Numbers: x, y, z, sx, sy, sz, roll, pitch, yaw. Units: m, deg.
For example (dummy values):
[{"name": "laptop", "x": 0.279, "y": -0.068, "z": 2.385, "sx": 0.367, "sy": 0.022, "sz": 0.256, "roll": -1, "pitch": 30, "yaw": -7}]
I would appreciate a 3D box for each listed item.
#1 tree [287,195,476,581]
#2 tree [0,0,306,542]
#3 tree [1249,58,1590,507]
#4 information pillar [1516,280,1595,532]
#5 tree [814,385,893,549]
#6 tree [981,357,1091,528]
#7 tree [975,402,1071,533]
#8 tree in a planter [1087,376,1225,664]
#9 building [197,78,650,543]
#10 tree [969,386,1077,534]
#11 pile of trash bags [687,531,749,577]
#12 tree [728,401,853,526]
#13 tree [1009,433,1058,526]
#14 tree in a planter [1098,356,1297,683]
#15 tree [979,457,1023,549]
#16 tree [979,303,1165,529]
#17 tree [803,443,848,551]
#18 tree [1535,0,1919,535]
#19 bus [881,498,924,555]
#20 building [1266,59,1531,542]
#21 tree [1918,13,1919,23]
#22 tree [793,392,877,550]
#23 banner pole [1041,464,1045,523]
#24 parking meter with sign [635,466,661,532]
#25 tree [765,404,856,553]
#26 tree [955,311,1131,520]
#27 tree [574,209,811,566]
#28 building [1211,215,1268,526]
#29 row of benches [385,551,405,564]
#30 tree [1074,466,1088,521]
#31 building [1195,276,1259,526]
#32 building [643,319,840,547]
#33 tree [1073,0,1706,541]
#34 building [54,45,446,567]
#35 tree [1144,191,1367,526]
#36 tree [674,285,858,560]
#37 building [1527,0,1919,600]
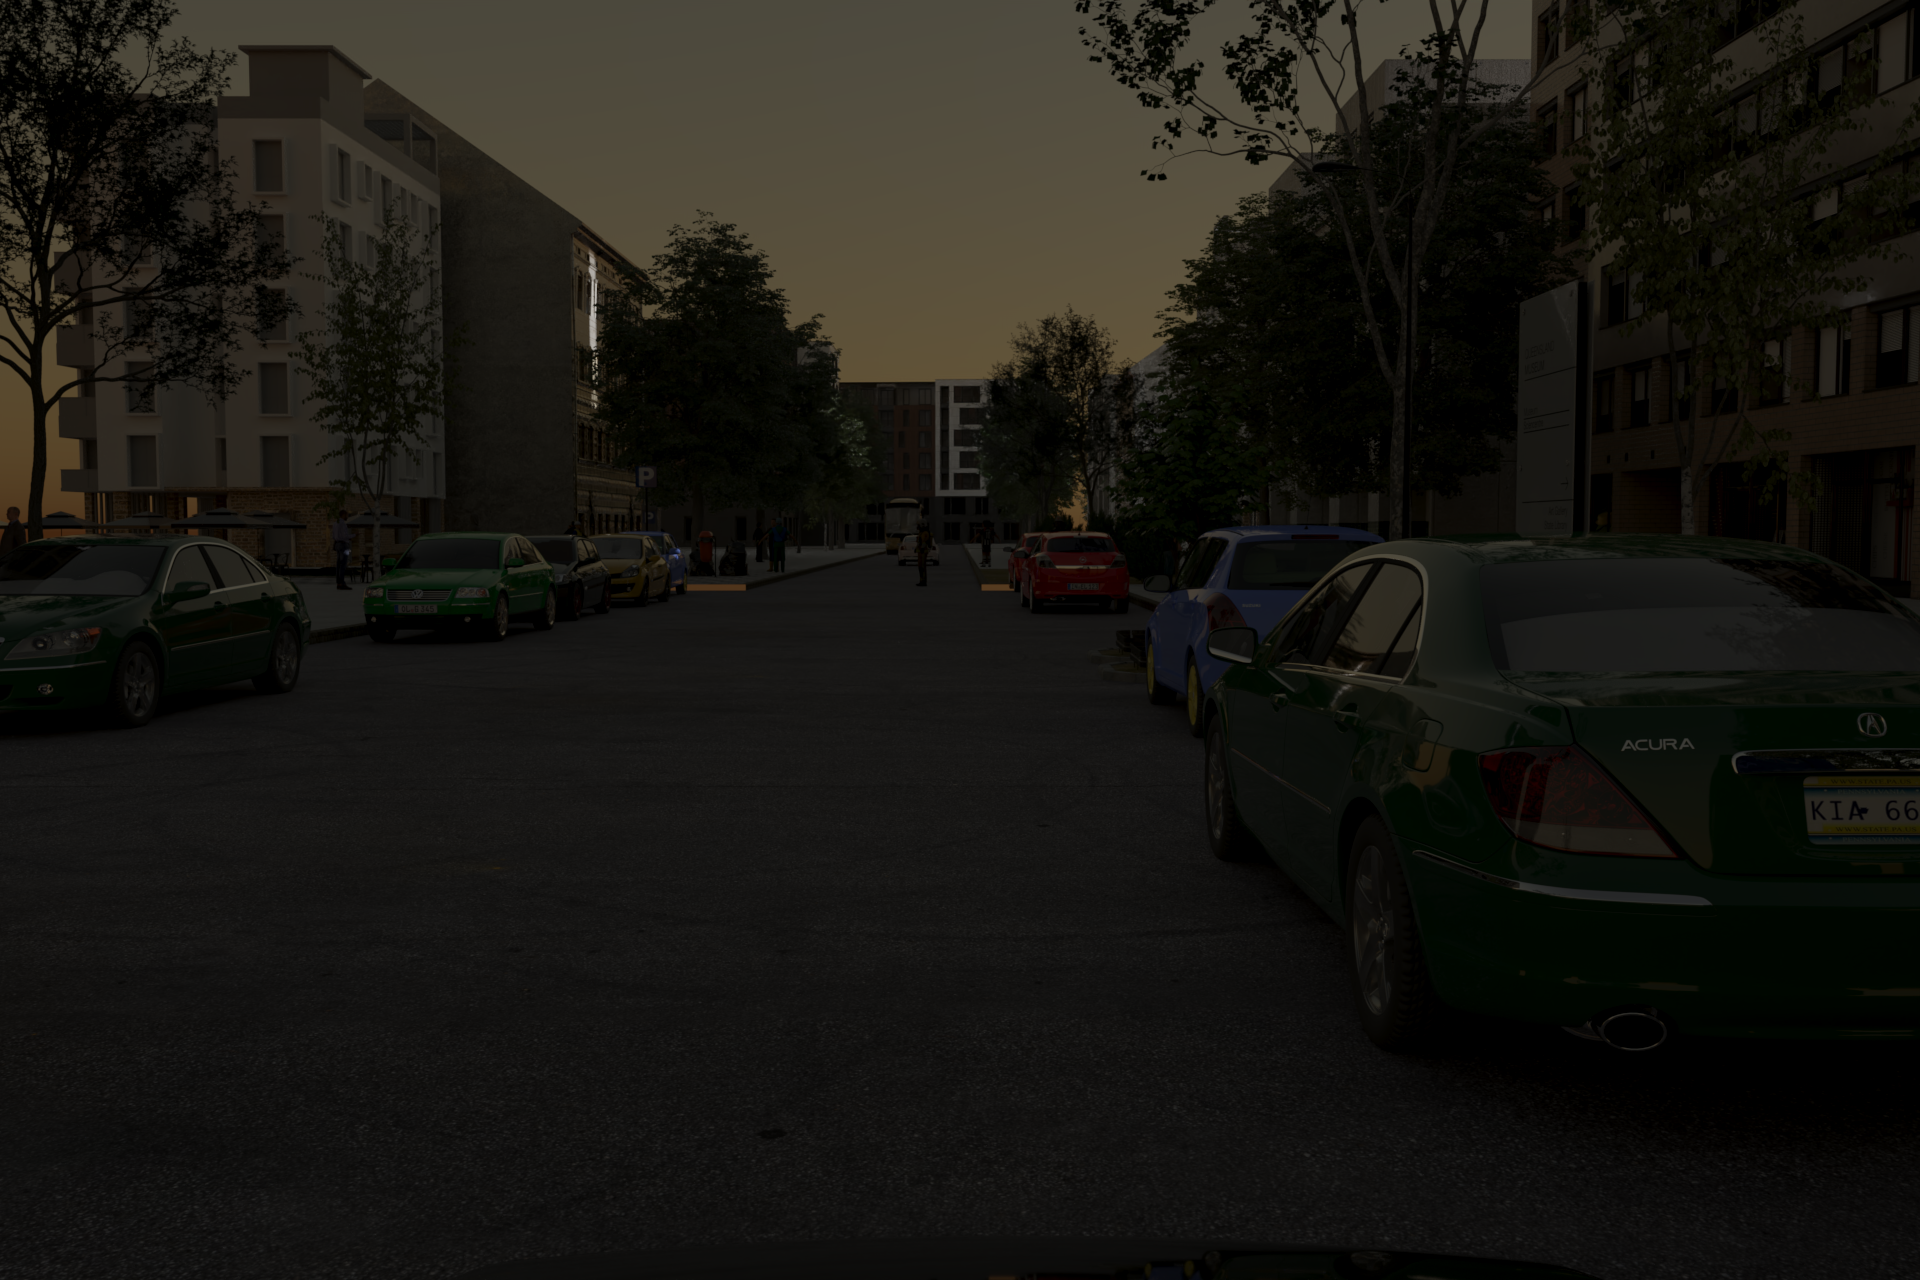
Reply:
[{"name": "tree", "x": -12.945, "y": -5.388, "z": 38.458, "sx": 4.737, "sy": 8.622, "sz": 4.395, "roll": 0, "pitch": 3, "yaw": 0}, {"name": "tree", "x": -13.198, "y": -5.544, "z": 25.050, "sx": 7.601, "sy": 10.594, "sz": 8.767, "roll": -2, "pitch": 4, "yaw": -28}, {"name": "tree", "x": 12.326, "y": -8.659, "z": 48.237, "sx": 9.857, "sy": 13.997, "sz": 8.962, "roll": 0, "pitch": 3, "yaw": 0}, {"name": "information pillar", "x": 5.771, "y": -1.564, "z": 16.889, "sx": 0.184, "sy": 3.620, "sz": 1.656, "roll": 0, "pitch": 3, "yaw": 0}, {"name": "tree", "x": -10.271, "y": -14.881, "z": 149.960, "sx": 9.857, "sy": 13.997, "sz": 8.962, "roll": 0, "pitch": 3, "yaw": 0}, {"name": "tree", "x": 4.963, "y": -11.787, "z": 110.840, "sx": 7.486, "sy": 12.596, "sz": 7.792, "roll": 0, "pitch": 3, "yaw": 0}, {"name": "tree", "x": 4.892, "y": -12.401, "z": 128.517, "sx": 9.928, "sy": 11.665, "sz": 9.643, "roll": 0, "pitch": 3, "yaw": 0}, {"name": "tree in a planter", "x": 2.460, "y": -1.369, "z": 19.601, "sx": 1.991, "sy": 3.239, "sz": 1.994, "roll": 0, "pitch": 4, "yaw": 1}, {"name": "building", "x": -27.982, "y": -16.036, "z": 93.110, "sx": 19.493, "sy": 23.208, "sz": 18.063, "roll": 0, "pitch": 4, "yaw": 0}, {"name": "tree", "x": 5.346, "y": -14.173, "z": 138.378, "sx": 9.857, "sy": 13.997, "sz": 8.962, "roll": 0, "pitch": 3, "yaw": 0}, {"name": "pile of trash bags", "x": -7.467, "y": -2.628, "z": 52.724, "sx": 1.912, "sy": 1.369, "sz": 3.447, "roll": 0, "pitch": 4, "yaw": 1}, {"name": "tree", "x": -10.114, "y": -10.060, "z": 98.899, "sx": 8.767, "sy": 10.594, "sz": 7.601, "roll": 0, "pitch": 4, "yaw": 6}, {"name": "tree", "x": 5.173, "y": -10.296, "z": 118.705, "sx": 4.737, "sy": 8.622, "sz": 4.395, "roll": 0, "pitch": 3, "yaw": 0}, {"name": "tree in a planter", "x": 2.409, "y": -1.234, "z": 17.398, "sx": 1.991, "sy": 3.239, "sz": 1.994, "roll": 0, "pitch": 4, "yaw": 1}, {"name": "tree", "x": 5.441, "y": -13.688, "z": 149.561, "sx": 9.928, "sy": 11.665, "sz": 9.643, "roll": 0, "pitch": 3, "yaw": 0}, {"name": "tree", "x": 5.263, "y": -8.280, "z": 69.787, "sx": 8.767, "sy": 10.594, "sz": 7.601, "roll": -3, "pitch": 5, "yaw": -42}, {"name": "tree", "x": -10.088, "y": -10.917, "z": 128.861, "sx": 4.737, "sy": 8.622, "sz": 4.395, "roll": 0, "pitch": 3, "yaw": 0}, {"name": "tree", "x": 8.562, "y": -4.243, "z": 19.736, "sx": 4.737, "sy": 8.622, "sz": 4.395, "roll": 0, "pitch": 3, "yaw": 0}, {"name": "bus", "x": -3.912, "y": -8.057, "z": 123.280, "sx": 2.896, "sy": 3.916, "sz": 12.252, "roll": 0, "pitch": 4, "yaw": 0}, {"name": "building", "x": 24.155, "y": -12.652, "z": 73.325, "sx": 16.747, "sy": 18.905, "sz": 31.486, "roll": 0, "pitch": 3, "yaw": 0}, {"name": "tree", "x": 8.517, "y": -4.561, "z": 8.989, "sx": 7.601, "sy": 10.594, "sz": 8.767, "roll": -2, "pitch": 4, "yaw": -32}, {"name": "tree", "x": -10.601, "y": -13.372, "z": 136.755, "sx": 7.486, "sy": 12.596, "sz": 7.792, "roll": 0, "pitch": 3, "yaw": 0}, {"name": "banner pole", "x": 2.969, "y": -4.402, "z": 61.991, "sx": 0.401, "sy": 3.779, "sz": 0.863, "roll": 0, "pitch": 3, "yaw": 0}, {"name": "parking meter with sign", "x": -8.055, "y": -3.001, "z": 45.327, "sx": 0.543, "sy": 3.016, "sz": 1.738, "roll": 0, "pitch": 4, "yaw": -1}, {"name": "tree", "x": -10.395, "y": -11.042, "z": 114.943, "sx": 7.601, "sy": 10.594, "sz": 8.767, "roll": -1, "pitch": 4, "yaw": -11}, {"name": "tree", "x": 4.760, "y": -11.379, "z": 96.414, "sx": 12.009, "sy": 13.543, "sz": 11.850, "roll": 0, "pitch": 3, "yaw": 0}, {"name": "tree", "x": -10.644, "y": -9.989, "z": 69.982, "sx": 9.857, "sy": 13.997, "sz": 8.962, "roll": 0, "pitch": 3, "yaw": 0}, {"name": "building", "x": 20.252, "y": -15.141, "z": 103.970, "sx": 16.016, "sy": 20.090, "sz": 11.380, "roll": 0, "pitch": 4, "yaw": 0}, {"name": "row of benches", "x": -18.985, "y": -2.949, "z": 63.678, "sx": 4.104, "sy": 0.672, "sz": 1.422, "roll": 0, "pitch": 4, "yaw": -2}, {"name": "tree", "x": 20.494, "y": -20.142, "z": 235.981, "sx": 9.857, "sy": 13.997, "sz": 8.962, "roll": 0, "pitch": 3, "yaw": 0}, {"name": "building", "x": 22.501, "y": -16.579, "z": 127.491, "sx": 16.016, "sy": 20.090, "sz": 11.380, "roll": 0, "pitch": 4, "yaw": 0}, {"name": "building", "x": -27.660, "y": -20.629, "z": 181.251, "sx": 27.936, "sy": 21.610, "sz": 32.646, "roll": 0, "pitch": 4, "yaw": 0}, {"name": "tree", "x": 8.435, "y": -10.836, "z": 33.059, "sx": 12.611, "sy": 20.169, "sz": 13.585, "roll": 0, "pitch": 3, "yaw": 0}, {"name": "building", "x": -29.278, "y": -12.973, "z": 68.522, "sx": 16.016, "sy": 20.090, "sz": 11.380, "roll": 0, "pitch": 4, "yaw": 0}, {"name": "tree", "x": 9.882, "y": -8.574, "z": 58.312, "sx": 7.486, "sy": 12.596, "sz": 7.792, "roll": 0, "pitch": 3, "yaw": 0}, {"name": "tree", "x": -9.906, "y": -10.980, "z": 86.170, "sx": 9.857, "sy": 13.997, "sz": 8.962, "roll": 0, "pitch": 3, "yaw": 0}, {"name": "building", "x": 28.332, "y": -13.826, "z": 32.631, "sx": 21.656, "sy": 26.213, "sz": 47.522, "roll": 0, "pitch": 4, "yaw": 0}]
